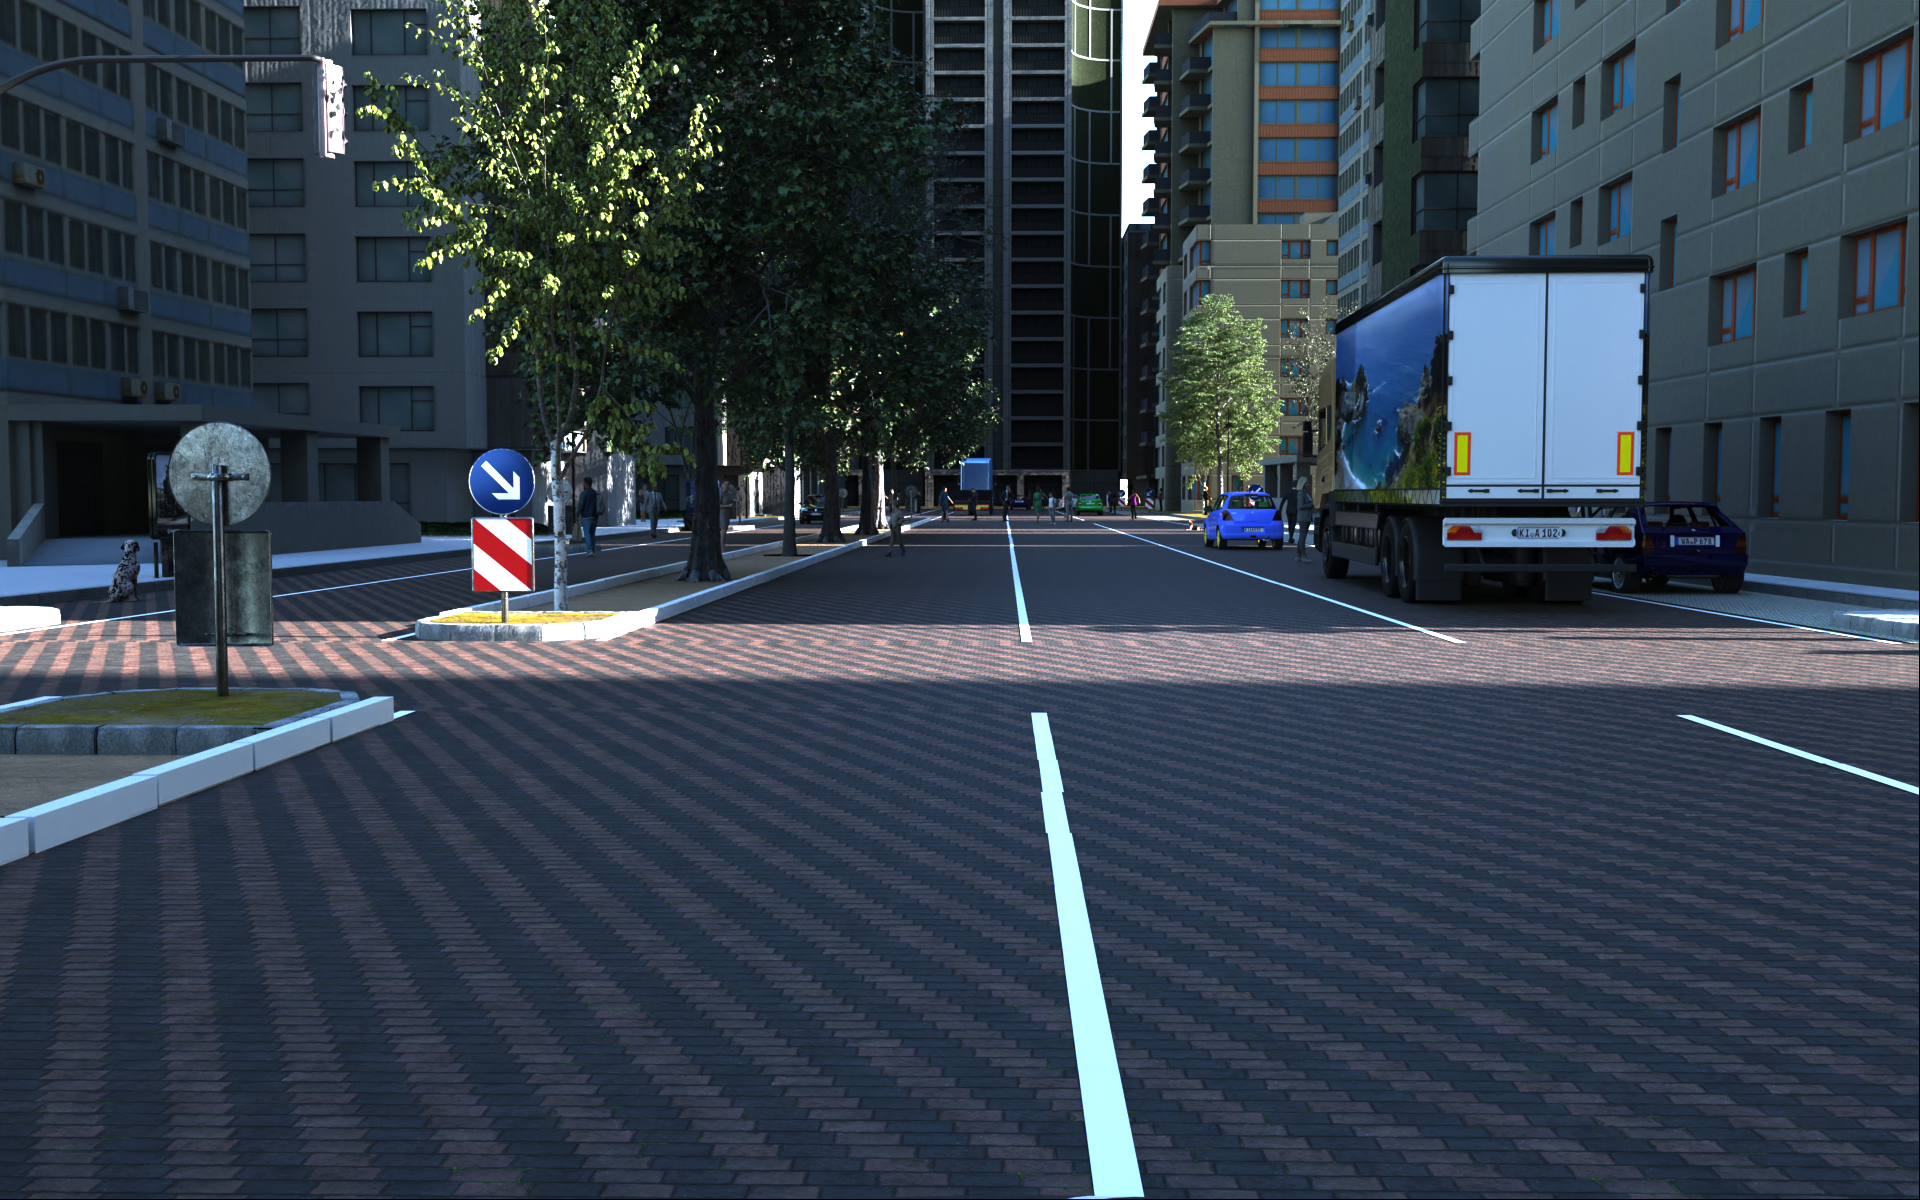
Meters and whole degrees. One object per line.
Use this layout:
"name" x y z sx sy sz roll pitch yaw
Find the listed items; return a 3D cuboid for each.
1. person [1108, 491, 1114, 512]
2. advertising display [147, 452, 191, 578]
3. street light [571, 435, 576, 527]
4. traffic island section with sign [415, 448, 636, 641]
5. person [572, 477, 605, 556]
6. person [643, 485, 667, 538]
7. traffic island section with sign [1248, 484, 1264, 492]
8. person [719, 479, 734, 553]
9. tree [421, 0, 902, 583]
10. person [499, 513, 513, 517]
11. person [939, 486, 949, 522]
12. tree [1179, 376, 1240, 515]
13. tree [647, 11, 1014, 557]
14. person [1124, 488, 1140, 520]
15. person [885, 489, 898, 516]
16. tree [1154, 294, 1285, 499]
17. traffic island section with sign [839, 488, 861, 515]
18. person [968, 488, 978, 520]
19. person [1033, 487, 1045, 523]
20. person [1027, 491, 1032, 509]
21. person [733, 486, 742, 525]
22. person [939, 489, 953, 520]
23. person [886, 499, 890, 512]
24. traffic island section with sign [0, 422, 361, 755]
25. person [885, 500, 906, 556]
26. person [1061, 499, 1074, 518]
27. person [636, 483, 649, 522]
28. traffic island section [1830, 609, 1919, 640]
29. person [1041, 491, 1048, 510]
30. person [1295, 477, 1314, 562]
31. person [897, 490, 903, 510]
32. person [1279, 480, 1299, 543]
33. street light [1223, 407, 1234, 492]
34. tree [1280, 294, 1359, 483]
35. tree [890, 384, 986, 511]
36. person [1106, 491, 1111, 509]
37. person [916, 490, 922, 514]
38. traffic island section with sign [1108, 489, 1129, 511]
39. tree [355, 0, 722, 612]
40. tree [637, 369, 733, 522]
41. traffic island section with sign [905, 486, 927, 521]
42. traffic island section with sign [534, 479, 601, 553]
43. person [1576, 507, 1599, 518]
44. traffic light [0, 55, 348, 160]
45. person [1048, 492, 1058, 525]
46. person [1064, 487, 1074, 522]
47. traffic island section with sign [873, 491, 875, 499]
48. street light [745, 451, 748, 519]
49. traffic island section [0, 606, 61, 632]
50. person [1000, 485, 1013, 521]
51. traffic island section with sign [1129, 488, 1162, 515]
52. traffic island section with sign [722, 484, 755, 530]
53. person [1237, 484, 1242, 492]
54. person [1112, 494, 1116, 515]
"person" 11.888 -7.782 136.650 0.541 1.710 0.530 -1 4 -23
"advertising display" -12.226 -1.321 26.807 0.123 1.923 0.974 0 4 6
"street light" -12.119 -4.980 54.206 0.468 5.910 1.993 0 4 1
"traffic island section with sign" -4.514 -0.591 17.799 2.006 1.907 1.989 0 4 1
"person" -8.564 -1.914 39.787 0.794 1.824 0.713 -2 4 -27
"person" -9.972 -2.920 56.508 0.678 1.792 0.850 -2 4 -28
"traffic island section with sign" 11.648 -3.722 69.476 1.989 1.847 2.006 0 4 1
"person" -5.452 -1.921 40.257 0.374 1.781 0.599 1 4 18
"tree" -4.183 -6.657 28.307 9.611 12.733 9.660 0 3 0
"person" -10.032 -1.804 38.185 0.473 1.802 0.592 -1 4 -16
"person" -0.793 -4.822 87.360 0.581 1.822 0.654 -1 4 -21
"tree" 15.245 -9.613 107.531 4.737 8.622 4.395 0 3 0
"tree" -3.879 -7.727 39.169 12.009 13.543 11.850 0 3 0
"person" 9.491 -5.263 95.237 0.721 1.739 1.217 -3 4 -37
"person" -4.391 -6.227 110.834 0.617 1.759 0.750 2 4 28
"tree" 14.535 -11.056 98.892 7.486 12.596 7.792 0 3 0
"traffic island section with sign" -8.109 -6.848 120.587 1.989 1.847 2.006 0 4 1
"person" 0.706 -5.255 94.860 0.568 1.767 0.683 -1 4 -21
"person" 3.828 -4.669 85.080 0.600 1.795 0.529 1 4 23
"person" 6.657 -9.632 166.701 0.721 1.743 1.217 1 4 19
"person" -9.666 -4.074 75.451 0.374 1.781 0.599 1 4 12
"person" -0.835 -5.348 95.933 0.705 1.826 1.348 -2 4 -33
"person" -5.457 -7.651 136.810 0.599 1.433 0.991 3 5 44
"traffic island section with sign" -4.708 -0.138 10.394 2.006 1.907 1.989 0 4 1
"person" -1.461 -1.664 39.982 0.475 1.303 0.640 3 4 37
"person" 6.480 -5.705 105.040 1.065 1.426 0.557 -3 5 -40
"person" -14.571 -4.484 79.710 0.716 1.782 0.532 -3 5 -41
"traffic island section" 10.354 0.276 17.770 2.009 0.180 2.903 0 4 1
"person" 7.401 -8.973 155.917 1.217 1.736 0.721 2 4 23
"person" 7.388 -1.723 36.851 0.526 1.800 0.537 3 5 42
"person" -5.536 -9.114 157.513 0.705 1.824 1.348 -1 4 -22
"person" 9.791 -2.608 50.913 0.659 1.850 0.755 2 4 33
"street light" 14.220 -7.285 91.894 0.468 5.910 1.993 0 4 1
"tree" 13.839 -6.992 64.681 4.360 8.622 3.978 0 3 0
"tree" -2.868 -8.698 79.075 8.767 10.594 7.601 0 4 1
"person" 14.269 -9.582 165.841 0.551 1.740 0.621 0 4 4
"person" -2.925 -7.104 125.454 0.445 1.727 0.742 -1 4 -10
"traffic island section with sign" 13.576 -8.470 147.109 1.989 1.847 2.006 0 4 1
"tree" -4.638 -4.096 19.789 4.737 8.622 4.395 0 3 0
"tree" -12.622 -9.428 79.906 9.928 11.665 9.643 0 3 0
"traffic island section with sign" -2.656 -5.185 92.915 2.006 1.907 1.989 0 4 1
"traffic island section with sign" -10.043 -2.109 43.116 1.989 1.847 2.006 0 4 1
"person" 12.453 -1.697 34.010 0.641 1.798 0.478 -1 4 -23
"traffic light" -8.847 -2.660 18.151 4.771 5.953 1.251 0 4 1
"person" 4.343 -4.280 81.080 0.503 1.515 0.523 1 4 18
"person" 5.601 -4.951 89.624 0.511 1.800 0.466 -3 5 -41
"traffic island section with sign" -7.443 -8.496 147.534 1.989 1.847 2.006 0 4 1
"street light" -11.211 -7.218 90.808 0.468 5.910 1.993 0 4 1
"traffic island section" -10.981 0.243 18.303 2.009 0.180 2.903 0 4 1
"person" 2.471 -5.079 90.903 0.648 1.900 0.474 -3 5 -40
"traffic island section with sign" 12.894 -6.781 119.493 1.989 1.847 2.006 0 4 1
"traffic island section with sign" -9.366 -3.757 70.062 1.989 1.847 2.006 0 4 1
"person" 14.602 -5.088 89.511 0.573 1.790 0.520 1 4 14
"person" 10.822 -6.708 121.438 0.557 1.426 1.065 0 4 -4
